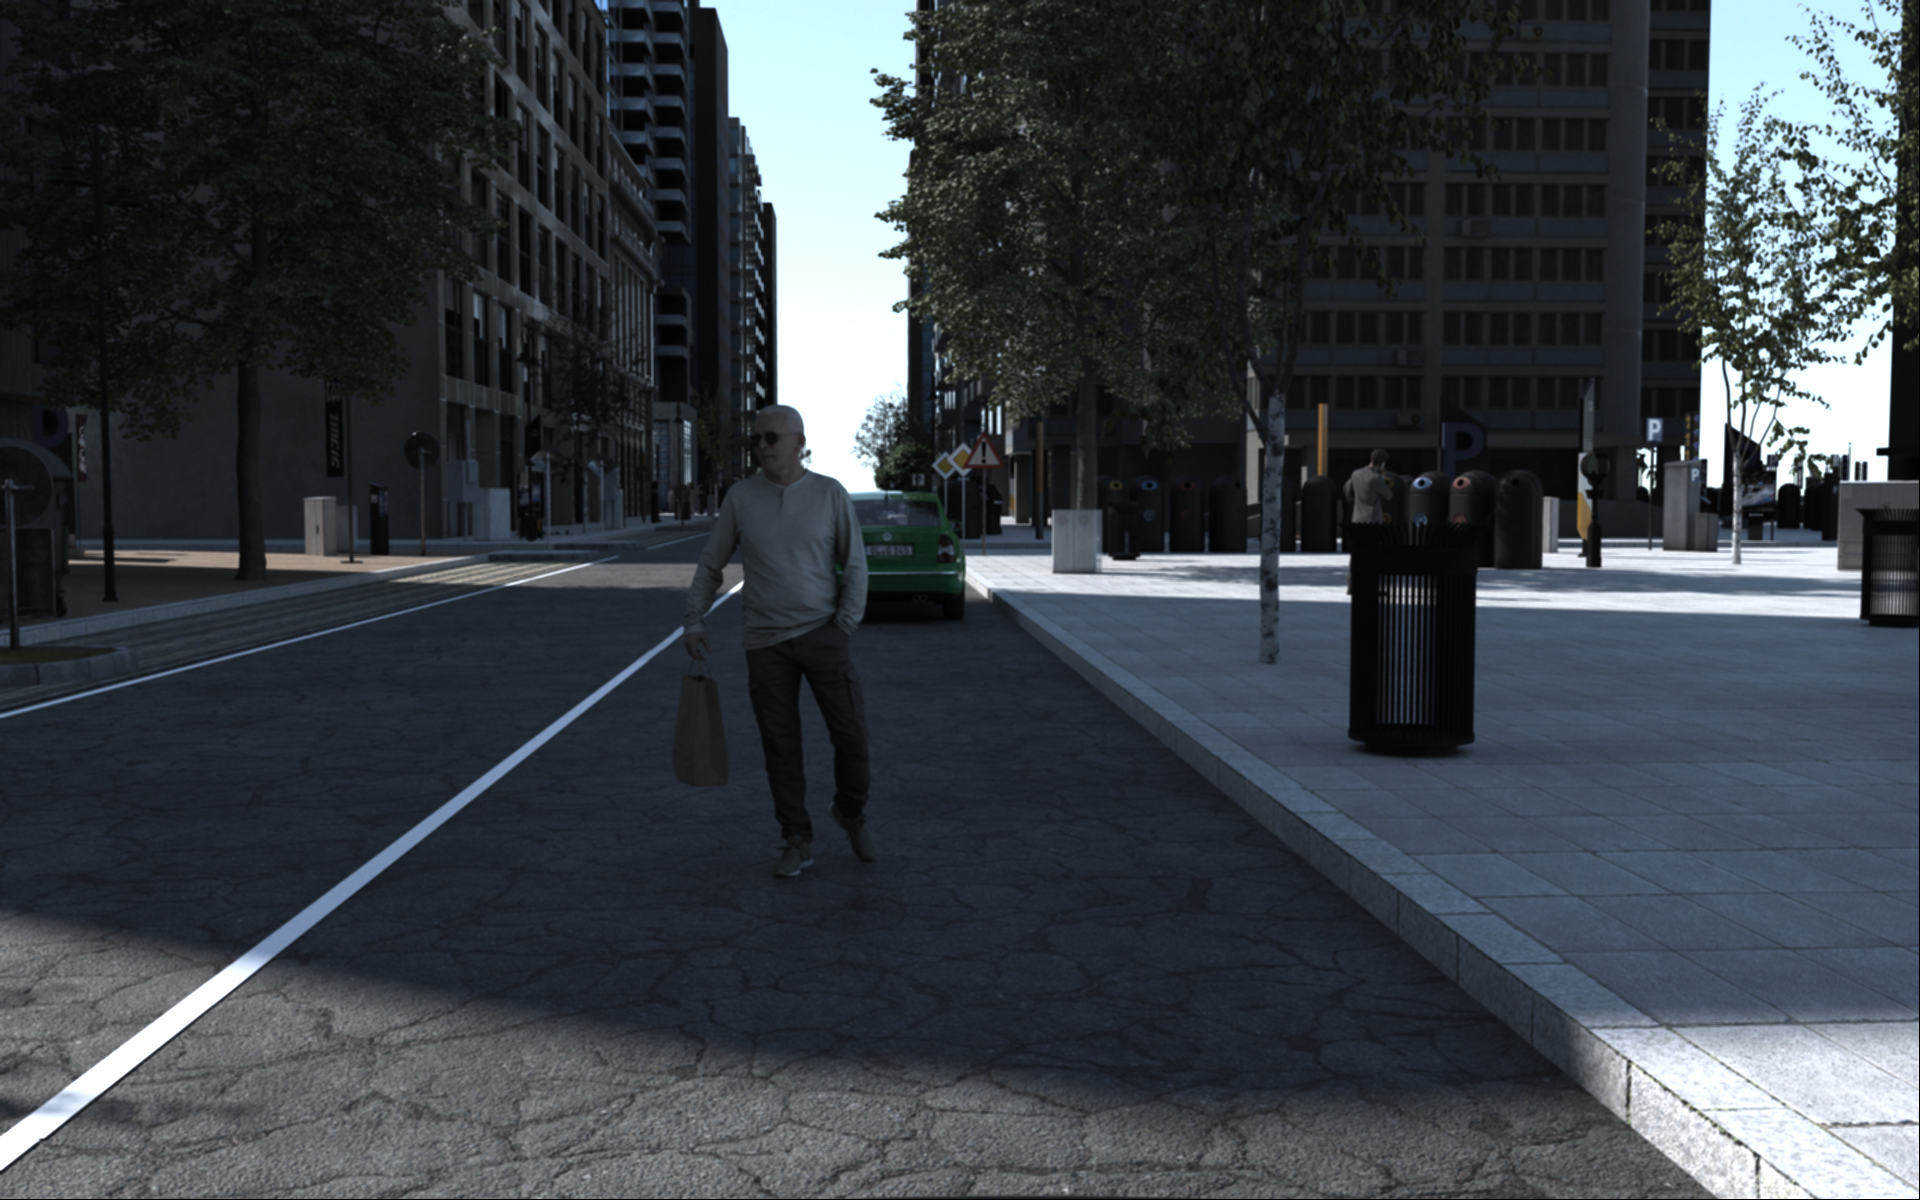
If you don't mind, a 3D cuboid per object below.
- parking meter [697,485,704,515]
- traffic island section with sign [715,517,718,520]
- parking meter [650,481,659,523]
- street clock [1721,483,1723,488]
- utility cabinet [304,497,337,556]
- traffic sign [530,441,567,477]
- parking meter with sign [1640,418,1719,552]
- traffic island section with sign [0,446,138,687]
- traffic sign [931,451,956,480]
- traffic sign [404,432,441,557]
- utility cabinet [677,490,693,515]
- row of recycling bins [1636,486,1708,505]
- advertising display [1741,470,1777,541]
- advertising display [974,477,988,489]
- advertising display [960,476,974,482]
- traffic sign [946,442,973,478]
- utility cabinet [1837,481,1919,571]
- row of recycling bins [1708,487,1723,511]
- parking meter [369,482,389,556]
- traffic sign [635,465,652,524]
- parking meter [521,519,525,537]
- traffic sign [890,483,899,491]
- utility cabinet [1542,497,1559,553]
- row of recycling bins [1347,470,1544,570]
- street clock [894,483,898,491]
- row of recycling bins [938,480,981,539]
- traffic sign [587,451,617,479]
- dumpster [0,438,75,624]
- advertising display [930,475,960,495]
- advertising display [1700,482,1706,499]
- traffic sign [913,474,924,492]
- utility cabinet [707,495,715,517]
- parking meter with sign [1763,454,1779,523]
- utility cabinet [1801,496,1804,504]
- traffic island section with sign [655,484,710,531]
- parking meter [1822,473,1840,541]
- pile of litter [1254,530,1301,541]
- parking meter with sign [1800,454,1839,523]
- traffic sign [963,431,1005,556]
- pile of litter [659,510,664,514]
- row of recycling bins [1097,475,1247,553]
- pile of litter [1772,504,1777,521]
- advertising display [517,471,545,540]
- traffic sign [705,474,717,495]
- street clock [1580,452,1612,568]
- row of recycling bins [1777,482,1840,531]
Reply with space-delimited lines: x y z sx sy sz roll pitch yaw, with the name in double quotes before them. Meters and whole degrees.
"parking meter" -16.311 -6.307 108.834 0.399 1.863 0.255 -3 5 -43
"traffic island section with sign" -12.413 -5.295 95.207 1.989 1.847 2.006 0 4 -3
"parking meter" -13.594 -4.367 77.112 0.255 1.863 0.399 1 4 14
"street clock" 51.761 -6.904 117.456 0.358 2.002 0.471 1 4 16
"utility cabinet" -13.305 -1.520 36.017 0.306 1.237 1.020 -3 5 -42
"traffic sign" -9.083 -2.202 38.185 0.795 2.593 0.064 0 4 -3
"parking meter with sign" 16.255 -2.613 38.986 0.543 3.016 1.738 -2 4 -29
"traffic island section with sign" -7.683 -0.304 13.591 1.989 1.847 2.006 0 4 -3
"traffic sign" -0.366 -2.720 46.666 0.795 2.593 0.064 0 4 -3
"traffic sign" -11.035 -2.167 35.536 0.768 2.556 0.104 0 4 4
"utility cabinet" -16.785 -5.937 105.745 1.173 1.500 0.318 3 5 42
"row of recycling bins" 37.081 -5.108 90.627 3.534 1.692 1.069 1 4 23
"advertising display" 21.834 -2.586 47.501 0.974 1.923 0.123 1 4 19
"advertising display" 0.641 -3.579 63.722 0.123 1.923 0.974 -3 5 -43
"advertising display" -0.074 -3.504 62.510 0.974 1.923 0.123 1 4 10
"traffic sign" 0.097 -2.233 38.695 0.795 2.593 0.064 0 4 -3
"utility cabinet" 15.163 -1.218 28.595 1.173 1.500 0.318 2 4 26
"row of recycling bins" 48.578 -6.315 110.362 3.534 1.692 1.069 -3 5 -43
"parking meter" -12.152 -1.701 36.228 0.372 1.533 0.369 0 3 0
"traffic sign" -13.703 -4.582 75.024 0.768 2.556 0.104 0 4 1
"parking meter" -12.986 -2.833 52.033 0.399 1.863 0.255 0 4 -7
"traffic sign" -4.387 -6.980 116.257 0.606 2.300 0.079 0 4 2
"utility cabinet" 12.602 -1.639 37.954 0.306 1.237 1.020 -3 4 -36
"row of recycling bins" 8.715 -1.445 30.740 1.069 1.692 3.534 -3 5 -41
"street clock" -4.250 -6.793 115.627 0.358 2.002 0.471 0 4 -8
"row of recycling bins" -0.082 -2.686 51.026 1.069 1.692 3.534 0 4 -8
"traffic sign" -9.546 -2.689 46.157 0.795 2.593 0.064 0 4 -3
"dumpster" -9.843 -0.702 17.242 1.264 1.857 1.865 0 4 -3
"advertising display" -0.538 -3.238 58.150 0.974 1.923 0.123 -2 4 -26
"advertising display" 39.834 -5.368 92.977 0.123 1.923 0.974 3 5 43
"traffic sign" -2.103 -5.220 87.470 0.606 2.300 0.079 0 4 6
"utility cabinet" -14.240 -5.374 99.033 0.306 1.237 1.020 0 4 1
"parking meter with sign" 35.407 -4.922 76.731 0.543 3.016 1.738 -1 4 -13
"utility cabinet" 39.825 -4.286 81.231 0.306 1.237 1.020 0 4 -4
"traffic island section with sign" -10.814 -3.611 67.674 1.989 1.847 2.006 0 4 -3
"parking meter" 23.968 -2.566 47.666 0.399 1.863 0.255 -2 4 -29
"pile of litter" 8.983 -2.075 47.896 1.719 0.858 1.176 0 4 6
"parking meter with sign" 37.684 -4.897 76.331 0.543 3.016 1.738 -3 4 -37
"traffic sign" 0.495 -2.185 35.726 0.884 2.594 0.081 0 4 4
"pile of litter" -19.796 -6.006 112.169 1.176 0.858 1.719 3 5 41
"row of recycling bins" 4.541 -1.902 38.205 3.534 1.692 1.069 0 4 -1
"pile of litter" 39.485 -4.223 83.019 1.176 0.858 1.719 1 4 12
"advertising display" -12.082 -2.663 48.753 0.974 1.923 0.123 2 4 34
"traffic sign" -15.479 -6.577 107.648 0.768 2.556 0.104 0 4 2
"street clock" 11.069 -1.567 30.193 0.471 2.002 0.358 0 4 -7
"row of recycling bins" 32.234 -3.491 64.192 3.534 1.692 1.069 2 4 26
